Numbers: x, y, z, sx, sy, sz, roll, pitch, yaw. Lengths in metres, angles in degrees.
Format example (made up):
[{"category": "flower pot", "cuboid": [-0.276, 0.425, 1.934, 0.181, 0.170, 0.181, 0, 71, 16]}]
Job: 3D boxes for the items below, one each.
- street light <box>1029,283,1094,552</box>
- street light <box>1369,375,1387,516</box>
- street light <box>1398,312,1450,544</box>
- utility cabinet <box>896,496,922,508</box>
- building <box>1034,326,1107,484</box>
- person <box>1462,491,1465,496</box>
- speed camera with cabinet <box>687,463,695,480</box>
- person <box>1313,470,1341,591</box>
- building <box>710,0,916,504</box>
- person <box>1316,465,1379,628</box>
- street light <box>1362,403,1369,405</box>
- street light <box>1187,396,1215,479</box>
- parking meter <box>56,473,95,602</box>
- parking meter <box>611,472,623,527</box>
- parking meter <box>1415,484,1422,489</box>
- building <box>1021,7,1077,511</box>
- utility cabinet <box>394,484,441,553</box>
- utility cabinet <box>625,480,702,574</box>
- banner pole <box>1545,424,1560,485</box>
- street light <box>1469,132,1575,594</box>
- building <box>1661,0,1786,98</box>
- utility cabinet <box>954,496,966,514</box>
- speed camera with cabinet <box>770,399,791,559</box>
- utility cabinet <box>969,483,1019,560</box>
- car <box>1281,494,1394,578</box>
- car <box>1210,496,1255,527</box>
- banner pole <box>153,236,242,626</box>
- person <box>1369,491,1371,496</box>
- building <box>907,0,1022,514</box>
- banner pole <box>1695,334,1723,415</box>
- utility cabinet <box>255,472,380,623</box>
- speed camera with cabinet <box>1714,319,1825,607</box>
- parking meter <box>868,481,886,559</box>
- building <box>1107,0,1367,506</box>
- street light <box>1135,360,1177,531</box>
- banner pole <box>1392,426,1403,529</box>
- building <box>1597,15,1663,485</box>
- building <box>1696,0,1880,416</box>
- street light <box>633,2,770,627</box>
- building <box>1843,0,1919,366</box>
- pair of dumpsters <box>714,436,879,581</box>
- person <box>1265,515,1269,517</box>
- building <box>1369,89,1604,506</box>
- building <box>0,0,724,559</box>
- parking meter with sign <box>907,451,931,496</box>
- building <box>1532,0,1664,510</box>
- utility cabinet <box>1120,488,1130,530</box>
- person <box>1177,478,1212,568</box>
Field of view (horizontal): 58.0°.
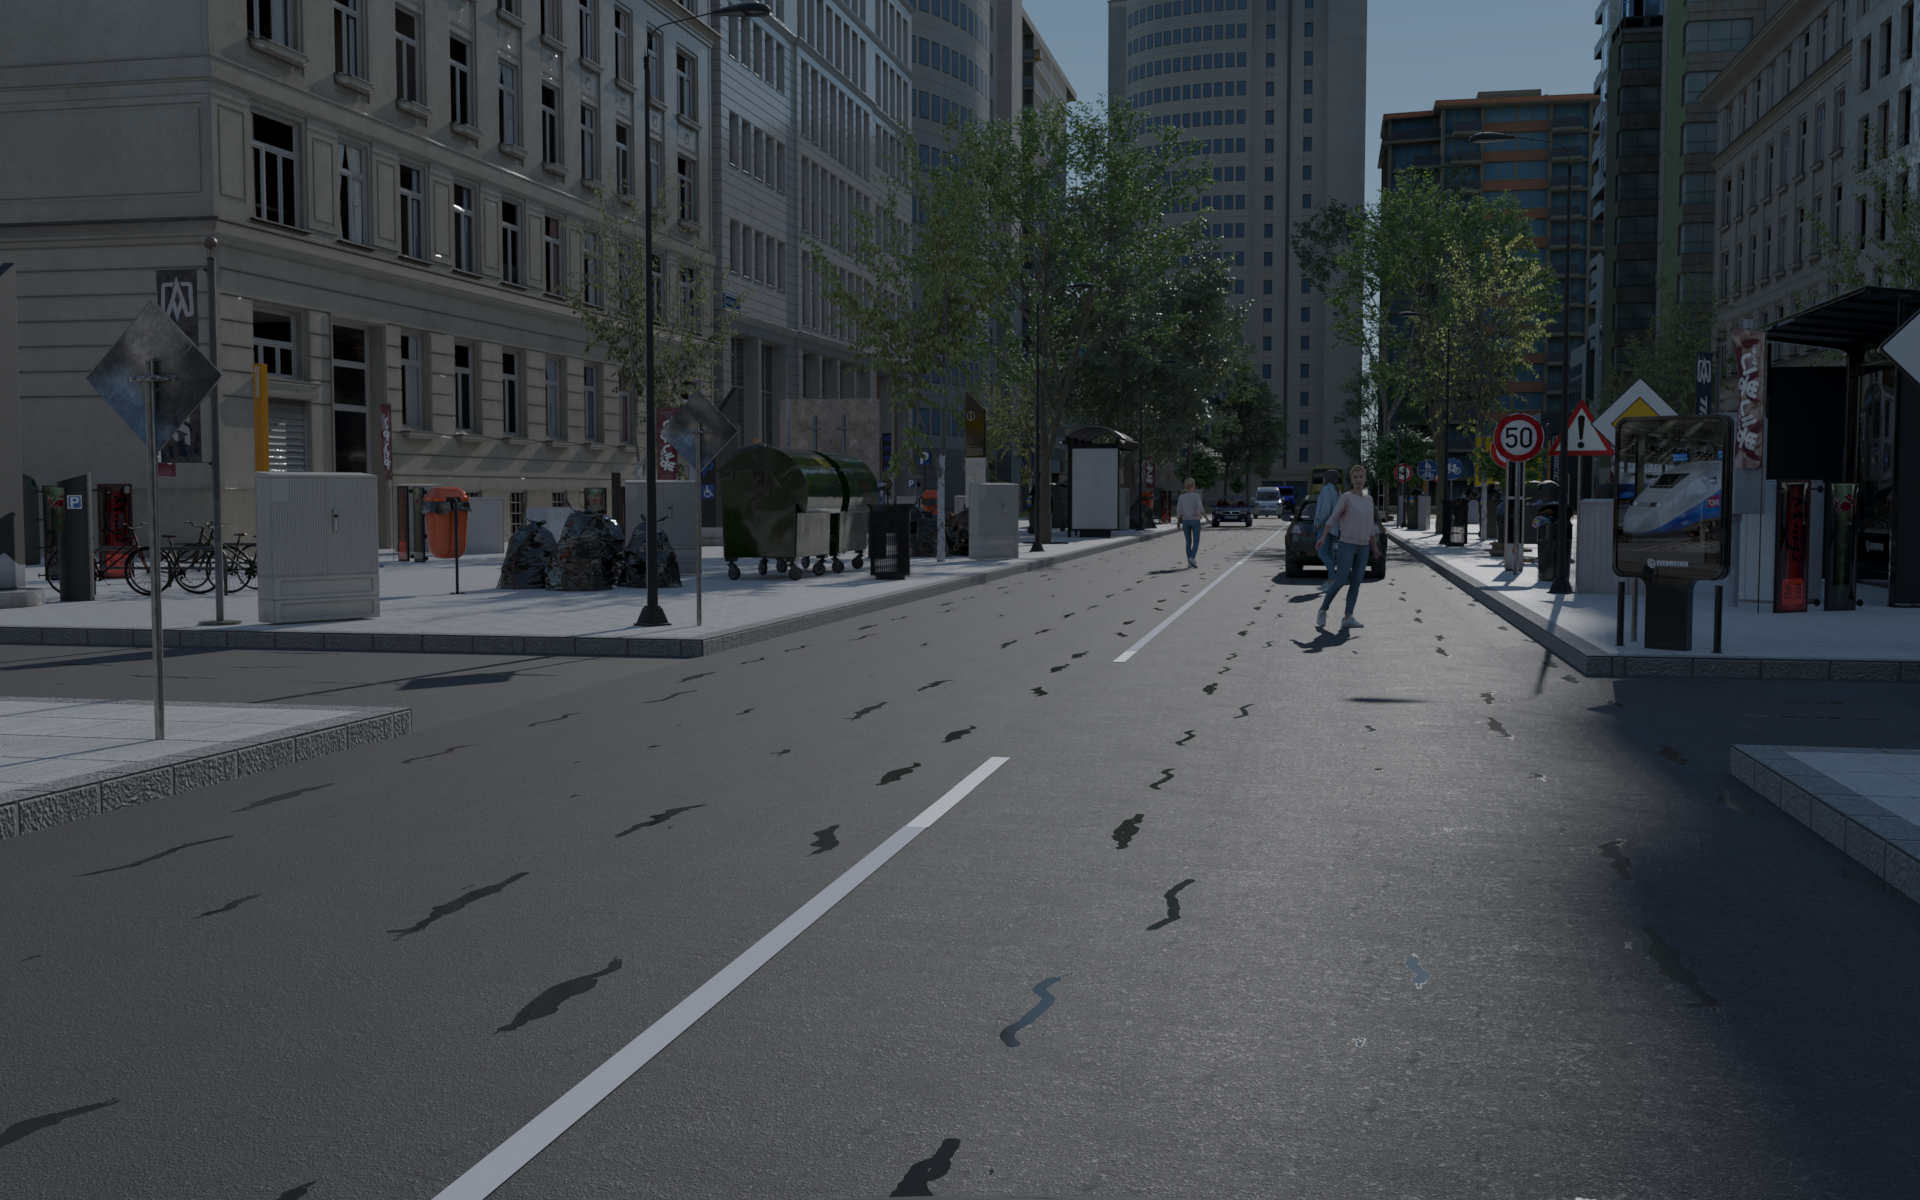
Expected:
[{"category": "street light", "cuboid": [2.249, -4.023, 38.317, 1.470, 5.913, 1.316, 1, 4, 12]}, {"category": "street light", "cuboid": [16.562, -5.749, 66.540, 1.470, 5.913, 1.316, 1, 4, 12]}, {"category": "street light", "cuboid": [11.864, -4.382, 44.190, 1.470, 5.913, 1.316, 1, 4, 12]}, {"category": "utility cabinet", "cuboid": [-1.261, -2.302, 48.795, 1.020, 1.237, 0.306, 1, 4, 13]}, {"category": "building", "cuboid": [3.381, -22.058, 205.681, 28.899, 21.520, 27.650, 1, 4, 12]}, {"category": "person", "cuboid": [48.523, -9.613, 166.616, 0.436, 1.711, 0.756, 1, 4, 18]}, {"category": "speed camera with cabinet", "cuboid": [-7.705, -3.474, 51.136, 0.660, 3.252, 2.038, -1, 4, -10]}, {"category": "person", "cuboid": [5.491, -1.039, 25.749, 0.793, 1.790, 0.793, 0, 4, -5]}, {"category": "building", "cuboid": [-10.808, -18.357, 77.634, 11.434, 29.767, 29.804, 1, 4, 12]}, {"category": "person", "cuboid": [4.092, -0.581, 18.672, 0.731, 1.740, 0.598, -3, 4, -38]}, {"category": "street light", "cuboid": [21.149, -7.078, 88.265, 1.470, 5.913, 1.316, 1, 4, 12]}, {"category": "street light", "cuboid": [11.369, -6.710, 82.244, 1.470, 5.913, 1.316, 1, 4, 12]}, {"category": "parking meter", "cuboid": [-10.601, -0.755, 20.756, 0.372, 1.533, 0.369, 0, 3, 0]}, {"category": "parking meter", "cuboid": [-9.306, -2.530, 47.079, 0.255, 1.863, 0.399, 0, 4, 1]}, {"category": "parking meter", "cuboid": [21.996, -4.742, 83.235, 0.255, 1.863, 0.399, -1, 4, -11]}, {"category": "building", "cuboid": [-3.795, -27.425, 140.275, 23.993, 40.220, 32.217, 1, 4, 12]}, {"category": "utility cabinet", "cuboid": [-11.788, -1.771, 37.631, 1.173, 1.500, 0.318, 2, 4, 32]}, {"category": "utility cabinet", "cuboid": [-4.675, -1.140, 27.321, 1.173, 1.500, 0.318, -1, 4, -11]}, {"category": "banner pole", "cuboid": [21.091, -4.382, 61.661, 0.863, 3.779, 0.401, -1, 4, -14]}, {"category": "street light", "cuboid": [7.237, -3.044, 22.319, 1.470, 5.913, 1.316, 1, 4, 12]}, {"category": "building", "cuboid": [45.082, -25.049, 93.149, 14.154, 41.232, 14.086, 1, 4, 12]}, {"category": "utility cabinet", "cuboid": [0.315, -3.296, 65.043, 1.020, 1.237, 0.306, -2, 4, -25]}, {"category": "speed camera with cabinet", "cuboid": [-3.439, -2.503, 35.261, 0.660, 3.252, 2.038, 0, 4, 5]}, {"category": "utility cabinet", "cuboid": [0.672, -1.533, 33.747, 0.318, 1.500, 1.173, 3, 5, 41]}, {"category": "car", "cuboid": [6.761, -1.302, 31.071, 2.009, 1.686, 4.222, 1, 4, 13]}, {"category": "car", "cuboid": [12.064, -3.921, 76.694, 1.945, 1.354, 3.894, 1, 4, 11]}, {"category": "banner pole", "cuboid": [-7.509, -1.650, 16.999, 0.863, 3.779, 0.401, 1, 4, 14]}, {"category": "person", "cuboid": [39.210, -9.573, 165.950, 0.436, 1.711, 0.756, 3, 5, 43]}, {"category": "building", "cuboid": [-8.852, -34.636, 108.304, 21.231, 58.520, 28.212, 1, 4, 12]}, {"category": "banner pole", "cuboid": [11.666, -2.263, 27.018, 0.863, 3.779, 0.401, -3, 4, -36]}, {"category": "utility cabinet", "cuboid": [-6.431, -0.533, 17.391, 0.318, 1.500, 1.173, 3, 4, 38]}, {"category": "speed camera with cabinet", "cuboid": [9.351, -1.585, 20.258, 2.038, 3.252, 0.660, -3, 4, -37]}, {"category": "parking meter", "cuboid": [-1.655, -1.601, 34.583, 0.372, 1.533, 0.369, 0, 3, 0]}, {"category": "building", "cuboid": [31.144, -40.002, 196.027, 28.212, 58.520, 21.231, 1, 4, 12]}, {"category": "street light", "cuboid": [6.815, -5.358, 60.145, 1.470, 5.913, 1.316, 1, 4, 12]}, {"category": "banner pole", "cuboid": [16.083, -4.503, 63.642, 0.401, 3.779, 0.863, 1, 4, 20]}, {"category": "building", "cuboid": [47.026, -20.535, 107.447, 14.160, 30.474, 14.107, 1, 4, 12]}, {"category": "building", "cuboid": [40.937, -14.431, 69.236, 16.112, 22.955, 30.059, 1, 4, 12]}, {"category": "street light", "cuboid": [-2.474, -2.696, 16.620, 1.470, 5.913, 1.316, 1, 4, 12]}, {"category": "building", "cuboid": [32.291, -11.771, 47.202, 10.420, 20.320, 16.860, 1, 4, 12]}, {"category": "pair of dumpsters", "cuboid": [-2.556, -1.536, 27.603, 1.574, 2.255, 4.437, 1, 4, 12]}, {"category": "person", "cuboid": [18.954, -5.859, 107.534, 0.697, 1.427, 0.421, 0, 4, 7]}, {"category": "building", "cuboid": [59.156, -32.805, 190.979, 28.867, 44.769, 22.147, 1, 4, 12]}, {"category": "building", "cuboid": [-18.784, -13.193, 48.986, 16.112, 22.955, 30.059, 1, 4, 12]}, {"category": "parking meter with sign", "cuboid": [-1.829, -4.498, 69.802, 0.543, 3.016, 1.738, 2, 4, 28]}, {"category": "building", "cuboid": [55.671, -49.815, 127.141, 22.319, 86.520, 31.000, 1, 4, 12]}, {"category": "utility cabinet", "cuboid": [5.815, -3.227, 61.443, 0.318, 1.500, 1.173, 1, 4, 12]}, {"category": "person", "cuboid": [4.527, -1.492, 33.568, 0.731, 1.740, 0.598, 1, 4, 18]}]
